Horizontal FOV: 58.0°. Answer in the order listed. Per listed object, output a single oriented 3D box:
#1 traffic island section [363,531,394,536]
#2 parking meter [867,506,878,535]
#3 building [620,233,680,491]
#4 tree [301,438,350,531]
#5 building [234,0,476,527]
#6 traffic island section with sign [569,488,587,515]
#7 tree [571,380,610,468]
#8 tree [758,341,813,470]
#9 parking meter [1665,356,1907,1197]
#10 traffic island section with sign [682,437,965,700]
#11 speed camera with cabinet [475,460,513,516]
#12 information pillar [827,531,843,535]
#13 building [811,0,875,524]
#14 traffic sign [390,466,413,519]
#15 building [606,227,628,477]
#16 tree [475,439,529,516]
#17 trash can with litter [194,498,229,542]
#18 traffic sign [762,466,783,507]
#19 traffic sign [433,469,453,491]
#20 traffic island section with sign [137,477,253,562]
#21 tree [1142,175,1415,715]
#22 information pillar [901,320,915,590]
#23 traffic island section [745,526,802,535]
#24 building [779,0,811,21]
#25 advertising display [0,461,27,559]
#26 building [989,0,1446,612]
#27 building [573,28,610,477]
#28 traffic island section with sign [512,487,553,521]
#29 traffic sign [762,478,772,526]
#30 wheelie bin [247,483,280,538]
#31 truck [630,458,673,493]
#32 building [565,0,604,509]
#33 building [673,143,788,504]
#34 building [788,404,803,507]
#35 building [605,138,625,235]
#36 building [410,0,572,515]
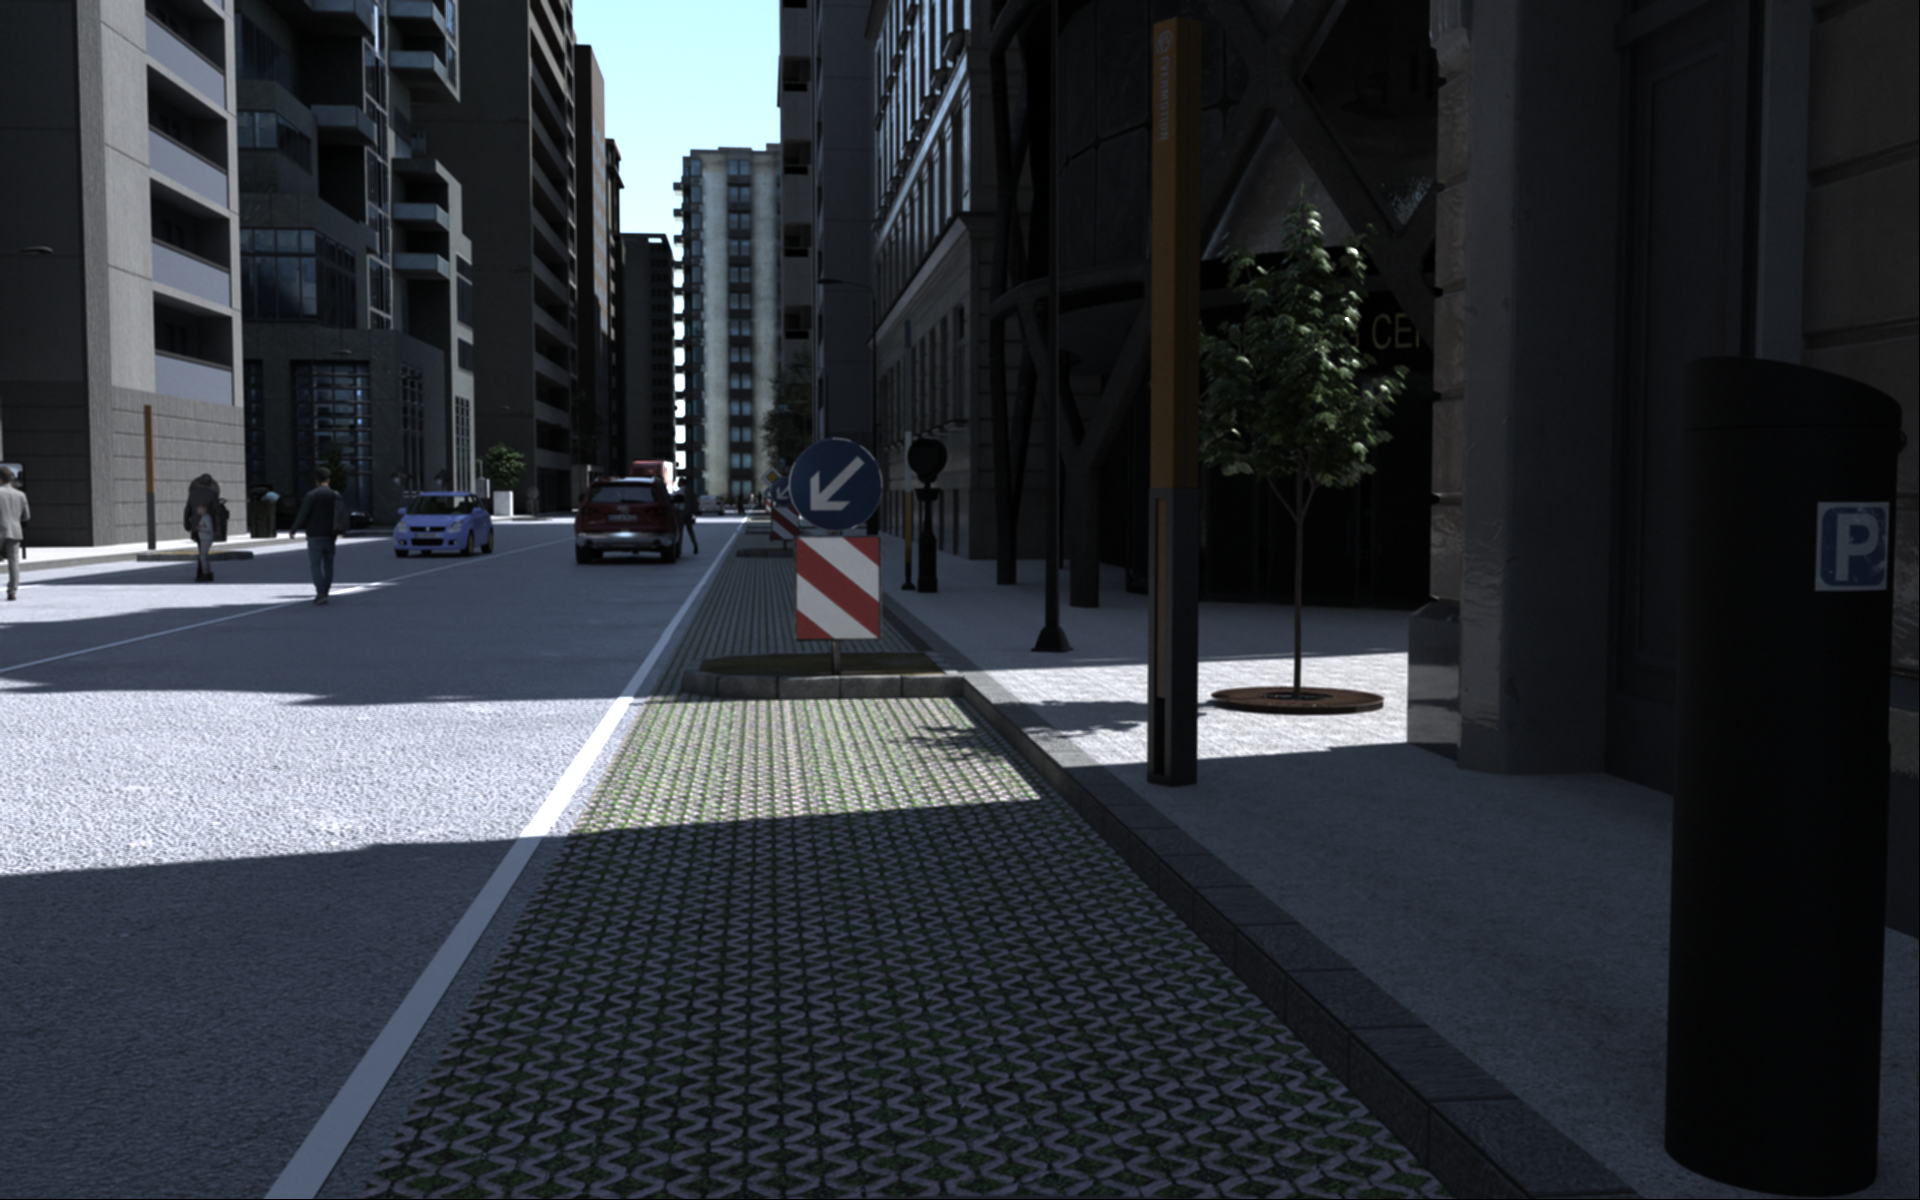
[{"bbox_3d":[-19.543,-2.344,60.598,2.009,0.180,2.903,0,4,-7],"label":"traffic island section"},{"bbox_3d":[-2.375,-2.522,46.938,0.255,1.863,0.399,1,4,9],"label":"parking meter"},{"bbox_3d":[-51.679,-33.544,240.332,23.993,40.220,32.217,0,4,-7],"label":"building"},{"bbox_3d":[-21.568,-3.984,59.743,1.663,3.219,1.824,0,3,0],"label":"tree"},{"bbox_3d":[-34.887,-46.901,79.508,22.319,86.520,31.000,0,4,-7],"label":"building"},{"bbox_3d":[-26.056,-6.831,120.315,1.989,1.847,2.006,0,4,-7],"label":"traffic island section with sign"},{"bbox_3d":[-30.834,-12.079,131.901,8.767,10.594,7.601,0,4,-8],"label":"tree"},{"bbox_3d":[-9.155,-10.531,106.590,7.601,10.594,8.767,-3,5,-42],"label":"tree"},{"bbox_3d":[1.560,0.313,3.296,0.372,1.533,0.369,0,3,0],"label":"parking meter"},{"bbox_3d":[-1.062,-0.264,12.946,1.989,1.847,2.006,0,4,-7],"label":"traffic island section with sign"},{"bbox_3d":[-26.895,-6.460,99.964,2.038,3.252,0.660,0,4,4],"label":"speed camera with cabinet"},{"bbox_3d":[-3.320,-2.536,45.958,0.304,2.012,0.304,2,4,32],"label":"information pillar"},{"bbox_3d":[7.555,-32.848,79.064,28.212,58.520,21.231,0,4,-7],"label":"building"},{"bbox_3d":[-19.520,-3.480,60.539,0.795,2.450,0.064,0,4,-7],"label":"traffic sign"},{"bbox_3d":[-43.214,-25.266,184.795,14.160,30.474,14.107,0,4,-7],"label":"building"},{"bbox_3d":[-27.474,-7.361,104.058,4.285,4.588,4.351,0,3,0],"label":"tree"},{"bbox_3d":[-20.082,-2.135,46.290,1.055,1.170,0.624,1,4,16],"label":"trash can with litter"},{"bbox_3d":[-6.707,-3.568,61.980,0.795,2.450,0.064,0,4,-7],"label":"traffic sign"},{"bbox_3d":[-20.429,-3.965,68.473,0.795,2.450,0.064,0,4,-7],"label":"traffic sign"},{"bbox_3d":[-16.604,-1.784,37.792,1.989,1.847,2.006,0,4,-7],"label":"traffic island section with sign"},{"bbox_3d":[2.164,-0.976,10.561,1.663,3.219,1.824,0,3,0],"label":"tree"},{"bbox_3d":[-0.692,-1.943,23.115,0.183,3.616,0.504,0,4,-2],"label":"information pillar"},{"bbox_3d":[-6.685,-2.433,62.060,2.009,0.180,2.903,0,4,-7],"label":"traffic island section"},{"bbox_3d":[0.496,-32.846,126.273,28.713,52.752,27.495,0,4,-7],"label":"building"},{"bbox_3d":[-18.848,-1.756,33.932,0.974,1.923,0.123,-2,4,-35],"label":"advertising display"},{"bbox_3d":[8.686,-9.574,23.992,16.820,18.784,16.811,0,4,-7],"label":"building"},{"bbox_3d":[-42.218,-31.781,169.730,14.600,45.320,14.200,0,4,-7],"label":"building"},{"bbox_3d":[-22.933,-5.161,93.012,1.989,1.847,2.006,0,4,-7],"label":"traffic island section with sign"},{"bbox_3d":[-7.616,-4.053,69.914,0.795,2.450,0.064,0,4,-7],"label":"traffic sign"},{"bbox_3d":[-20.249,-2.593,50.308,0.980,1.594,0.693,0,4,-4],"label":"wheelie bin"},{"bbox_3d":[-24.600,-9.124,138.088,2.839,4.237,11.283,0,4,-5],"label":"truck"},{"bbox_3d":[-42.352,-43.620,151.439,20.563,71.187,20.611,0,4,-7],"label":"building"},{"bbox_3d":[-23.816,-37.890,239.115,30.456,49.044,23.786,0,4,-7],"label":"building"},{"bbox_3d":[-5.873,-33.254,167.402,21.300,48.544,21.600,0,4,-7],"label":"building"},{"bbox_3d":[-53.067,-33.675,205.202,28.867,44.769,22.147,0,4,-7],"label":"building"},{"bbox_3d":[-38.009,-30.035,114.770,21.300,48.544,21.600,0,4,-7],"label":"building"}]
